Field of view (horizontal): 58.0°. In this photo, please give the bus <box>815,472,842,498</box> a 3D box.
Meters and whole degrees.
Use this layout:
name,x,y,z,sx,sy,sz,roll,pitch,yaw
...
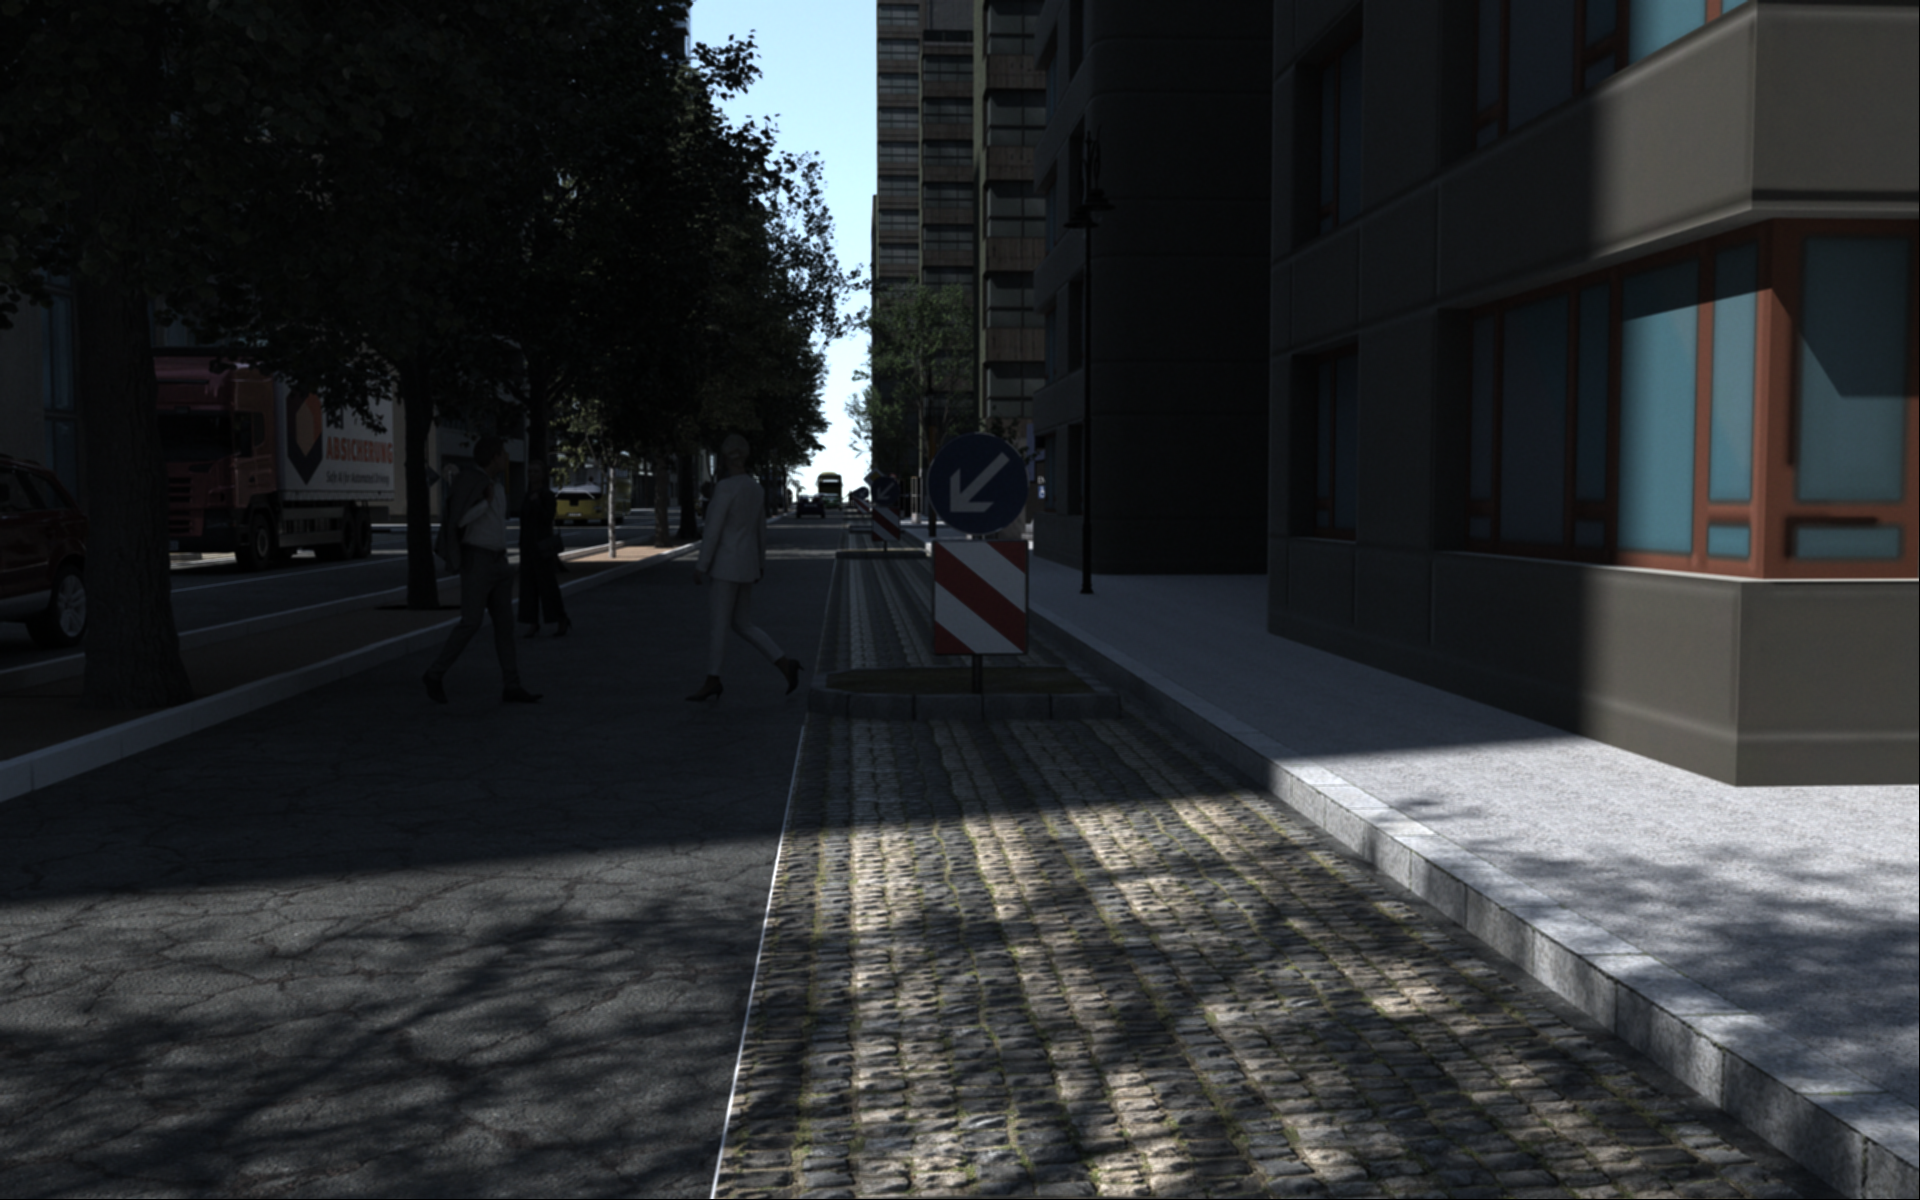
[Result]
name,x,y,z,sx,sy,sz,roll,pitch,yaw
bus,-14.588,-12.309,192.798,2.896,3.916,12.252,0,4,-5

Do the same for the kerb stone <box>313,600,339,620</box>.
name,x,y,z,sx,sy,sz,roll,pitch,yaw
kerb stone,-7.407,0.138,19.998,0.120,0.150,1.000,0,4,-4

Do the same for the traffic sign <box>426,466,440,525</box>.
name,x,y,z,sx,sy,sz,roll,pitch,yaw
traffic sign,-19.086,-3.589,62.320,0.795,2.450,0.064,0,4,-4

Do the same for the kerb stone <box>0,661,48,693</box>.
name,x,y,z,sx,sy,sz,roll,pitch,yaw
kerb stone,-6.935,0.572,12.848,0.120,0.150,1.000,0,4,-4

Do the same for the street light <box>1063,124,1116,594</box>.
name,x,y,z,sx,sy,sz,roll,pitch,yaw
street light,1.639,-3.022,22.196,0.468,5.910,1.993,0,4,-4

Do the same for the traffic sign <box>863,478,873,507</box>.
name,x,y,z,sx,sy,sz,roll,pitch,yaw
traffic sign,-3.590,-4.138,71.301,0.795,2.450,0.064,0,4,-4

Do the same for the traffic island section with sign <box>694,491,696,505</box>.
name,x,y,z,sx,sy,sz,roll,pitch,yaw
traffic island section with sign,-26.016,-9.799,168.848,1.989,1.847,2.006,0,4,-4

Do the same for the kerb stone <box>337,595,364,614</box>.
name,x,y,z,sx,sy,sz,roll,pitch,yaw
kerb stone,-7.464,0.072,21.019,0.120,0.150,1.000,0,4,-4

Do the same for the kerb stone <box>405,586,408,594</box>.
name,x,y,z,sx,sy,sz,roll,pitch,yaw
kerb stone,-7.665,-0.116,24.086,0.120,0.150,1.000,0,4,-4

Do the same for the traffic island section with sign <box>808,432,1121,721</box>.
name,x,y,z,sx,sy,sz,roll,pitch,yaw
traffic island section with sign,-0.037,-0.196,11.837,1.989,1.847,2.006,0,4,-4

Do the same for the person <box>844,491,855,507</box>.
name,x,y,z,sx,sy,sz,roll,pitch,yaw
person,-11.768,-10.835,185.788,1.348,1.807,0.705,-1,4,-23

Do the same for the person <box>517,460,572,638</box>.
name,x,y,z,sx,sy,sz,roll,pitch,yaw
person,-4.227,-0.520,17.421,0.576,1.772,0.534,1,4,19

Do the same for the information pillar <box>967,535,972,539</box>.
name,x,y,z,sx,sy,sz,roll,pitch,yaw
information pillar,0.367,-2.465,44.787,0.304,2.012,0.304,2,4,28

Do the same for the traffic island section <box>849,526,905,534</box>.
name,x,y,z,sx,sy,sz,roll,pitch,yaw
traffic island section,-3.051,-2.516,63.411,2.009,0.180,2.903,0,4,-4

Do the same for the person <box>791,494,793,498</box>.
name,x,y,z,sx,sy,sz,roll,pitch,yaw
person,-28.934,-17.730,298.320,0.705,1.831,1.348,-1,4,-11

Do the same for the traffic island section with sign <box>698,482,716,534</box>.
name,x,y,z,sx,sy,sz,roll,pitch,yaw
traffic island section with sign,-9.166,-3.371,63.256,2.006,1.907,1.989,0,4,-4

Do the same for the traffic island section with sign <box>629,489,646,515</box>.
name,x,y,z,sx,sy,sz,roll,pitch,yaw
traffic island section with sign,-22.861,-6.818,120.104,1.989,1.847,2.006,0,4,-4

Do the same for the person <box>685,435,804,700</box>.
name,x,y,z,sx,sy,sz,roll,pitch,yaw
person,-1.500,-0.222,12.004,0.818,1.842,0.514,0,4,5

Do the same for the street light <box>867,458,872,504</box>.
name,x,y,z,sx,sy,sz,roll,pitch,yaw
street light,-11.341,-15.263,222.336,0.468,5.910,1.993,0,4,-4

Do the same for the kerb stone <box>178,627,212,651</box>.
name,x,y,z,sx,sy,sz,roll,pitch,yaw
kerb stone,-7.139,0.384,15.914,0.120,0.150,1.000,0,4,-4

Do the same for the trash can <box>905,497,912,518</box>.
name,x,y,z,sx,sy,sz,roll,pitch,yaw
trash can,-2.932,-5.041,94.076,0.748,1.137,0.748,0,3,0

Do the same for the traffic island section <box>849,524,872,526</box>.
name,x,y,z,sx,sy,sz,roll,pitch,yaw
traffic island section,-3.567,-3.003,71.379,2.009,0.180,2.903,0,4,-4

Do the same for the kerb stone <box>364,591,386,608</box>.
name,x,y,z,sx,sy,sz,roll,pitch,yaw
kerb stone,-7.529,0.014,22.041,0.120,0.150,1.000,0,4,-4

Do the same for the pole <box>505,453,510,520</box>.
name,x,y,z,sx,sy,sz,roll,pitch,yaw
pole,-22.273,-5.585,85.156,0.158,3.312,0.155,0,3,0

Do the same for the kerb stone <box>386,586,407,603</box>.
name,x,y,z,sx,sy,sz,roll,pitch,yaw
kerb stone,-7.591,-0.045,23.067,0.120,0.150,1.000,0,4,-4

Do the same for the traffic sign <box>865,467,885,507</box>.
name,x,y,z,sx,sy,sz,roll,pitch,yaw
traffic sign,-3.074,-3.651,63.332,0.795,2.450,0.064,0,4,-4

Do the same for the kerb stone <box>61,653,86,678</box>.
name,x,y,z,sx,sy,sz,roll,pitch,yaw
kerb stone,-7.010,0.509,13.874,0.120,0.150,1.000,0,4,-4

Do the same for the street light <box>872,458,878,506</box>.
name,x,y,z,sx,sy,sz,roll,pitch,yaw
street light,-8.663,-12.781,181.757,0.468,5.910,1.993,0,4,-4

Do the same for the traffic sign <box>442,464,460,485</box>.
name,x,y,z,sx,sy,sz,roll,pitch,yaw
traffic sign,-21.483,-4.462,73.056,0.768,2.556,0.104,0,4,5

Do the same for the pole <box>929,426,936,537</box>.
name,x,y,z,sx,sy,sz,roll,pitch,yaw
pole,-0.825,-3.549,51.864,0.158,3.312,0.155,0,3,0

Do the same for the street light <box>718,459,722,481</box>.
name,x,y,z,sx,sy,sz,roll,pitch,yaw
street light,-31.999,-15.766,230.555,0.468,5.910,1.993,0,4,-4

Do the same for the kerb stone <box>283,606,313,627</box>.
name,x,y,z,sx,sy,sz,roll,pitch,yaw
kerb stone,-7.335,0.198,18.979,0.120,0.150,1.000,0,4,-4

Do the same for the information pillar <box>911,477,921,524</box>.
name,x,y,z,sx,sy,sz,roll,pitch,yaw
information pillar,-1.882,-4.287,74.579,0.304,2.012,0.304,3,5,39

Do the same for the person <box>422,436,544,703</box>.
name,x,y,z,sx,sy,sz,roll,pitch,yaw
person,-3.295,-0.199,11.858,0.850,1.850,0.679,1,4,10

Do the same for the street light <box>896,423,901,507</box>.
name,x,y,z,sx,sy,sz,roll,pitch,yaw
street light,-3.801,-8.152,106.075,0.468,5.910,1.993,0,4,-4

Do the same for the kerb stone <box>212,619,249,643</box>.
name,x,y,z,sx,sy,sz,roll,pitch,yaw
kerb stone,-7.208,0.324,16.934,0.120,0.150,1.000,0,4,-4

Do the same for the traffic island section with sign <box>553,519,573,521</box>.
name,x,y,z,sx,sy,sz,roll,pitch,yaw
traffic island section with sign,-21.118,-5.173,93.205,1.989,1.847,2.006,0,4,-4

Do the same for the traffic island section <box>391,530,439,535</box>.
name,x,y,z,sx,sy,sz,roll,pitch,yaw
traffic island section,-19.109,-2.453,62.380,2.009,0.180,2.903,0,4,-4

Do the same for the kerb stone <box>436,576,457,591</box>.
name,x,y,z,sx,sy,sz,roll,pitch,yaw
kerb stone,-7.796,-0.238,26.132,0.120,0.150,1.000,0,4,-4

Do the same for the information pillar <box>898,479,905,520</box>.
name,x,y,z,sx,sy,sz,roll,pitch,yaw
information pillar,-2.939,-5.046,86.996,0.304,2.012,0.304,0,4,-6

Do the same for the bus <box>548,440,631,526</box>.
name,x,y,z,sx,sy,sz,roll,pitch,yaw
bus,-17.173,-5.443,80.539,2.896,3.916,12.252,0,4,-5

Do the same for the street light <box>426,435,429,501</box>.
name,x,y,z,sx,sy,sz,roll,pitch,yaw
street light,-21.705,-5.981,70.569,0.468,5.910,1.993,0,4,-4

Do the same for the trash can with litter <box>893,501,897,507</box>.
name,x,y,z,sx,sy,sz,roll,pitch,yaw
trash can with litter,-4.462,-6.897,124.150,0.624,1.170,1.055,-2,4,-24

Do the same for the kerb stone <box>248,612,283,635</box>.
name,x,y,z,sx,sy,sz,roll,pitch,yaw
kerb stone,-7.268,0.259,17.958,0.120,0.150,1.000,0,4,-4

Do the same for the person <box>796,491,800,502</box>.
name,x,y,z,sx,sy,sz,roll,pitch,yaw
person,-22.231,-14.029,237.500,0.705,1.869,1.348,0,4,7

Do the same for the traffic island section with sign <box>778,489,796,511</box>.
name,x,y,z,sx,sy,sz,roll,pitch,yaw
traffic island section with sign,-14.499,-8.409,145.630,2.006,1.907,1.989,0,4,-4

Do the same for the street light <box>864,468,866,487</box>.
name,x,y,z,sx,sy,sz,roll,pitch,yaw
street light,-13.964,-17.814,264.047,0.468,5.910,1.993,0,4,-4

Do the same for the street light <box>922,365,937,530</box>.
name,x,y,z,sx,sy,sz,roll,pitch,yaw
street light,-1.079,-5.465,62.141,0.468,5.910,1.993,0,4,-4

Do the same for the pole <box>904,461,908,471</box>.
name,x,y,z,sx,sy,sz,roll,pitch,yaw
pole,-3.285,-6.839,105.653,0.158,3.312,0.155,0,3,0

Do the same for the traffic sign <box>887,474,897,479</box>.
name,x,y,z,sx,sy,sz,roll,pitch,yaw
traffic sign,-4.210,-6.555,107.273,0.768,2.556,0.104,0,4,-1

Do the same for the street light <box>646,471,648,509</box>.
name,x,y,z,sx,sy,sz,roll,pitch,yaw
street light,-26.547,-10.639,146.729,0.468,5.910,1.993,0,4,-4

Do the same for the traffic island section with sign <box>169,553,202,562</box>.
name,x,y,z,sx,sy,sz,roll,pitch,yaw
traffic island section with sign,-17.486,-1.747,37.192,1.989,1.847,2.006,0,4,-4
